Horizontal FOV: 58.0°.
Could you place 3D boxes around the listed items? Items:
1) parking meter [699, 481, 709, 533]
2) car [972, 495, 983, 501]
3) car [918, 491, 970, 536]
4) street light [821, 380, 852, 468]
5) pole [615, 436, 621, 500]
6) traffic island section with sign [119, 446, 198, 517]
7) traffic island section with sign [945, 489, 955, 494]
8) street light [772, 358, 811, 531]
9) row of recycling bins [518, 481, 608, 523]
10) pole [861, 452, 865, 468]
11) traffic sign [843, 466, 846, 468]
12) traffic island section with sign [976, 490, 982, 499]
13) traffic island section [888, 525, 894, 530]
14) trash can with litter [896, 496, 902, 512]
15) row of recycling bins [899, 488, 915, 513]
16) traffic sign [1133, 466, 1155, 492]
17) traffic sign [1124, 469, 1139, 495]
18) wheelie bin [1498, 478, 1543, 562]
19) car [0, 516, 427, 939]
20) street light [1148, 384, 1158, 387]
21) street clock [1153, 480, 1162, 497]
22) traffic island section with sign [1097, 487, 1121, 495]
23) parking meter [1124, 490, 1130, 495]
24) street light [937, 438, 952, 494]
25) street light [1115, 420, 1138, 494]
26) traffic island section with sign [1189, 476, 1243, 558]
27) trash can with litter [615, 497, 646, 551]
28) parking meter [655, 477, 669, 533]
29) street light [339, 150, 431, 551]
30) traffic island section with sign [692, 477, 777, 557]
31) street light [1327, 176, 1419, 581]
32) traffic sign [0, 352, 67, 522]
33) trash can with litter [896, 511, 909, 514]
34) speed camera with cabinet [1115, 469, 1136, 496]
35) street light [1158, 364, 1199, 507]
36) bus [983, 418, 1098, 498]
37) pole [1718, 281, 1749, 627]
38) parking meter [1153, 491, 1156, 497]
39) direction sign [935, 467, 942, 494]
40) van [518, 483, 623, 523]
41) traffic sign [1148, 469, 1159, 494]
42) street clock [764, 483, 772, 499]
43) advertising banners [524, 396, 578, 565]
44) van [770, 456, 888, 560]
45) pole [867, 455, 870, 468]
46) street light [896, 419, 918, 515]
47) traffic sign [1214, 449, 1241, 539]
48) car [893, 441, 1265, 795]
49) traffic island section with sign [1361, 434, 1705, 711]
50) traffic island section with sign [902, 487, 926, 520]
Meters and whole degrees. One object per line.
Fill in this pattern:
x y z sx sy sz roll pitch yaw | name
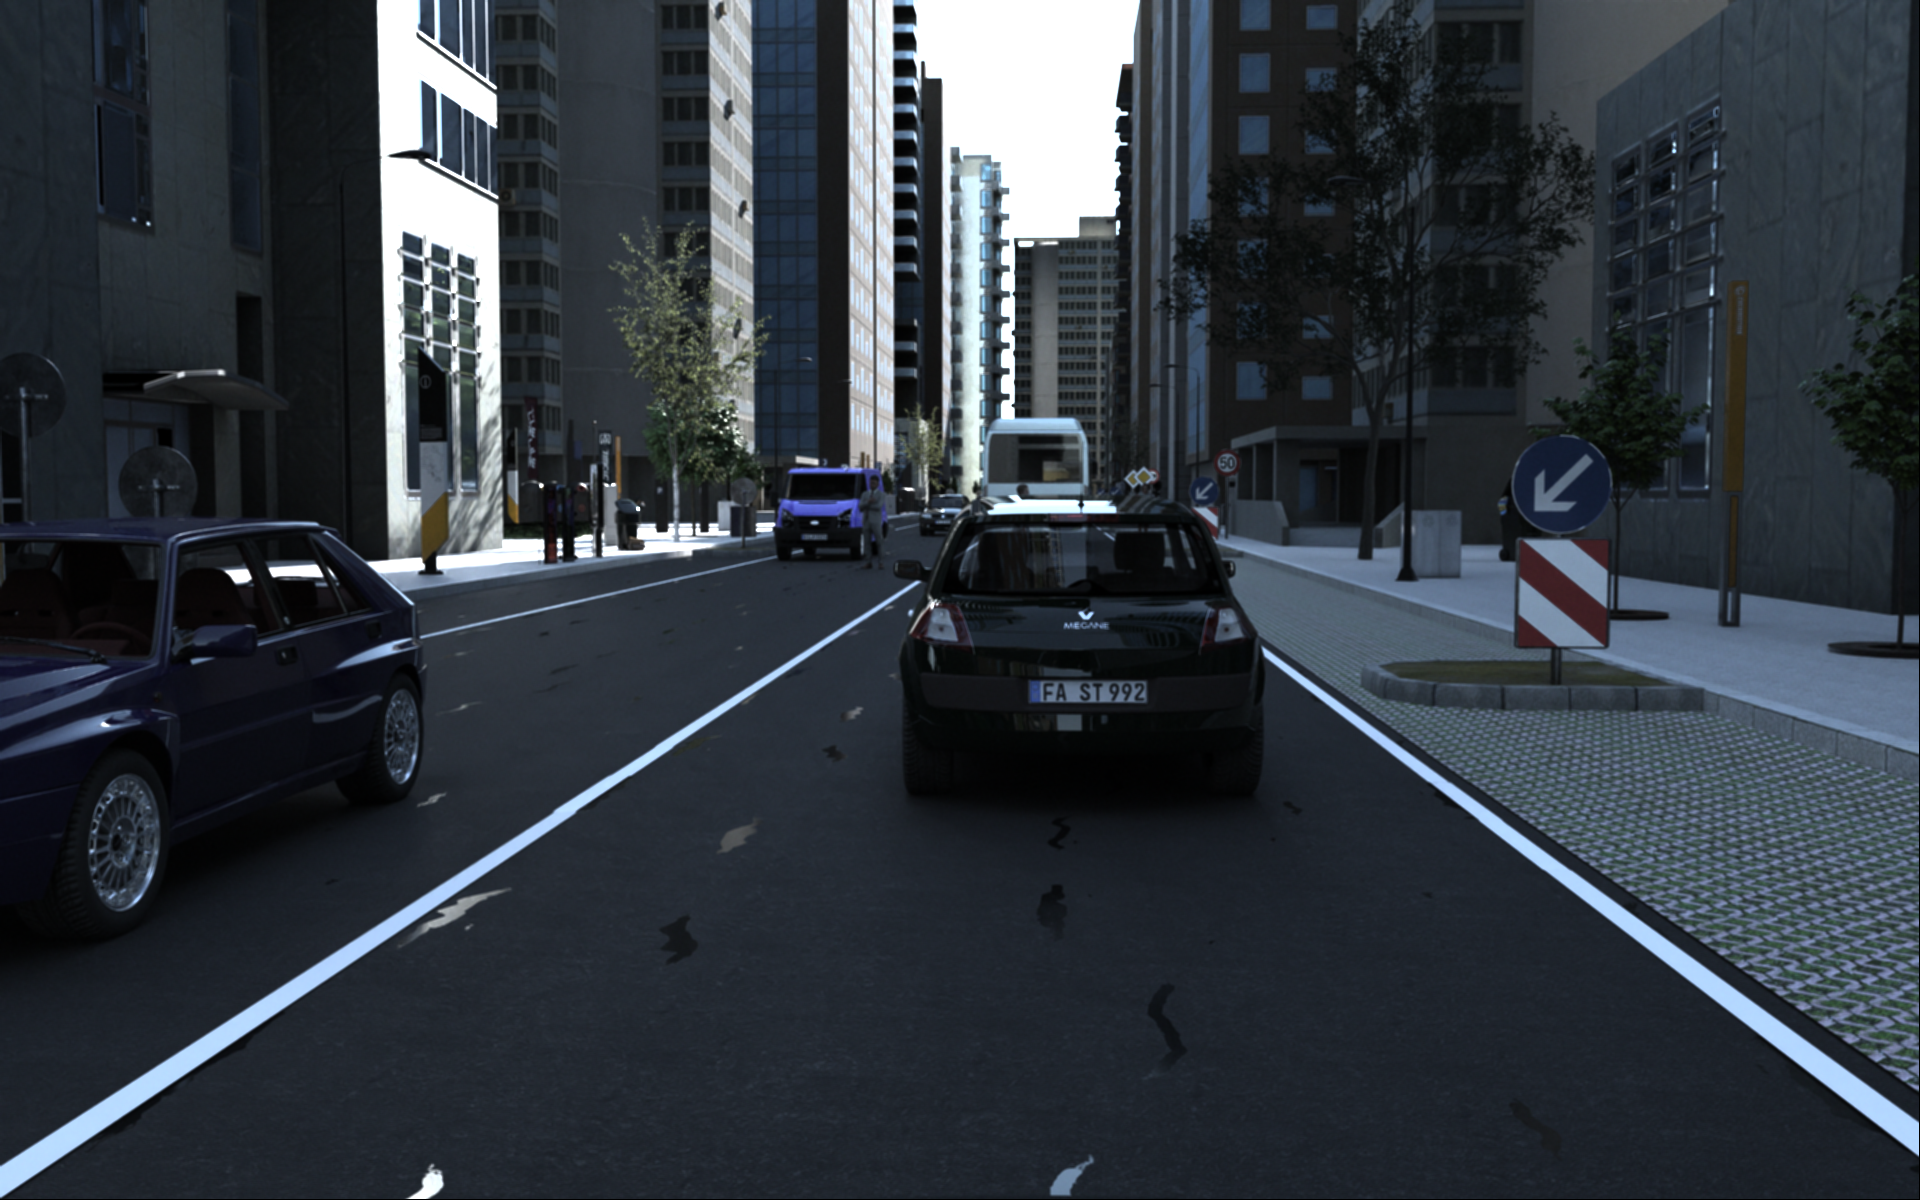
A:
-8.473 -3.160 57.380 0.255 1.863 0.399 -1 4 -19 | parking meter
1.905 -6.792 123.044 2.014 1.417 4.499 0 4 4 | car
-0.420 -3.114 60.700 2.009 1.686 4.222 0 4 4 | car
-5.093 -6.010 70.798 1.470 5.913 1.316 0 4 3 | street light
-12.057 -4.115 61.120 0.158 3.312 0.155 0 3 0 | pole
-6.527 -0.299 13.515 1.989 1.847 2.006 0 4 3 | traffic island section with sign
-0.655 -6.998 123.053 1.989 1.847 2.006 0 4 3 | traffic island section with sign
-5.778 -5.312 59.388 1.470 5.913 1.316 0 4 3 | street light
-13.045 -3.059 57.136 1.069 1.692 3.534 3 4 39 | row of recycling bins
-4.720 -5.515 84.014 0.158 3.312 0.155 0 3 0 | pole
-4.186 -3.615 62.755 0.795 2.450 0.064 0 4 3 | traffic sign
1.976 -10.016 172.389 1.989 1.847 2.006 0 4 3 | traffic island section with sign
-3.784 -2.967 70.792 2.009 0.180 2.903 0 4 3 | traffic island section
-4.433 -6.557 118.592 0.624 1.170 1.055 1 4 17 | trash can with litter
-3.824 -7.027 122.007 1.069 1.692 3.534 0 4 7 | row of recycling bins
6.591 -3.579 62.160 0.795 2.450 0.064 0 4 3 | traffic sign
7.018 -4.067 70.134 0.795 2.450 0.064 0 4 3 | traffic sign
10.753 -1.534 32.993 0.980 1.594 0.693 -1 4 -19 | wheelie bin
-3.506 0.352 6.831 1.945 1.354 3.894 0 4 2 | car
8.631 -6.151 73.111 1.470 5.913 1.316 0 4 3 | street light
10.458 -5.335 91.802 0.358 2.002 0.471 -2 4 -32 | street clock
8.385 -5.292 95.159 1.989 1.847 2.006 0 4 3 | traffic island section with sign
11.421 -6.739 118.588 0.372 1.533 0.369 0 3 0 | parking meter
-1.331 -10.391 142.437 1.470 5.913 1.316 0 4 3 | street light
10.576 -8.330 108.744 1.470 5.913 1.316 0 4 3 | street light
5.427 -1.903 39.736 1.989 1.847 2.006 0 4 3 | traffic island section with sign
-7.450 -1.718 39.482 0.624 1.170 1.055 -2 4 -34 | trash can with litter
-9.869 -3.154 57.285 0.399 1.863 0.255 1 4 21 | parking meter
-7.828 -3.119 23.543 1.470 5.913 1.316 0 4 3 | street light
-5.085 -1.945 40.432 1.989 1.847 2.006 0 4 3 | traffic island section with sign
6.071 -3.237 25.473 1.470 5.913 1.316 0 4 3 | street light
-8.415 -0.948 15.605 0.768 2.556 0.104 0 4 5 | traffic sign
-4.068 -6.319 114.368 2.233 1.210 1.678 -1 4 -15 | trash can with litter
12.943 -8.628 135.404 0.660 3.252 2.038 3 5 40 | speed camera with cabinet
7.974 -5.474 62.037 1.470 5.913 1.316 0 4 3 | street light
2.370 -3.287 48.607 2.948 3.499 13.247 0 4 5 | bus
7.463 -1.399 16.711 0.158 3.312 0.155 0 3 0 | pole
10.923 -5.495 98.256 0.372 1.533 0.369 0 3 0 | parking meter
-1.819 -9.398 145.654 0.379 3.537 0.876 -3 5 -40 | direction sign
-15.008 -3.639 66.505 4.112 2.044 2.013 0 4 3 | van
9.619 -5.309 86.908 0.768 2.556 0.104 0 4 7 | traffic sign
-10.702 -5.614 96.354 0.471 2.002 0.358 -1 4 -21 | street clock
-7.538 -2.184 31.889 0.090 3.025 2.074 1 4 12 | advertising banners
-2.886 -2.133 39.266 2.240 2.365 5.245 0 4 4 | van
-4.761 -5.872 89.852 0.158 3.312 0.155 0 3 0 | pole
-3.270 -8.212 106.804 1.470 5.913 1.316 0 4 3 | street light
7.618 -3.018 49.447 0.768 2.556 0.104 0 4 5 | traffic sign
0.602 0.008 9.660 2.009 1.686 4.222 0 4 1 | car
3.951 -0.227 12.345 1.989 1.847 2.006 0 4 3 | traffic island section with sign
-2.137 -5.321 95.628 1.989 1.847 2.006 0 4 3 | traffic island section with sign
